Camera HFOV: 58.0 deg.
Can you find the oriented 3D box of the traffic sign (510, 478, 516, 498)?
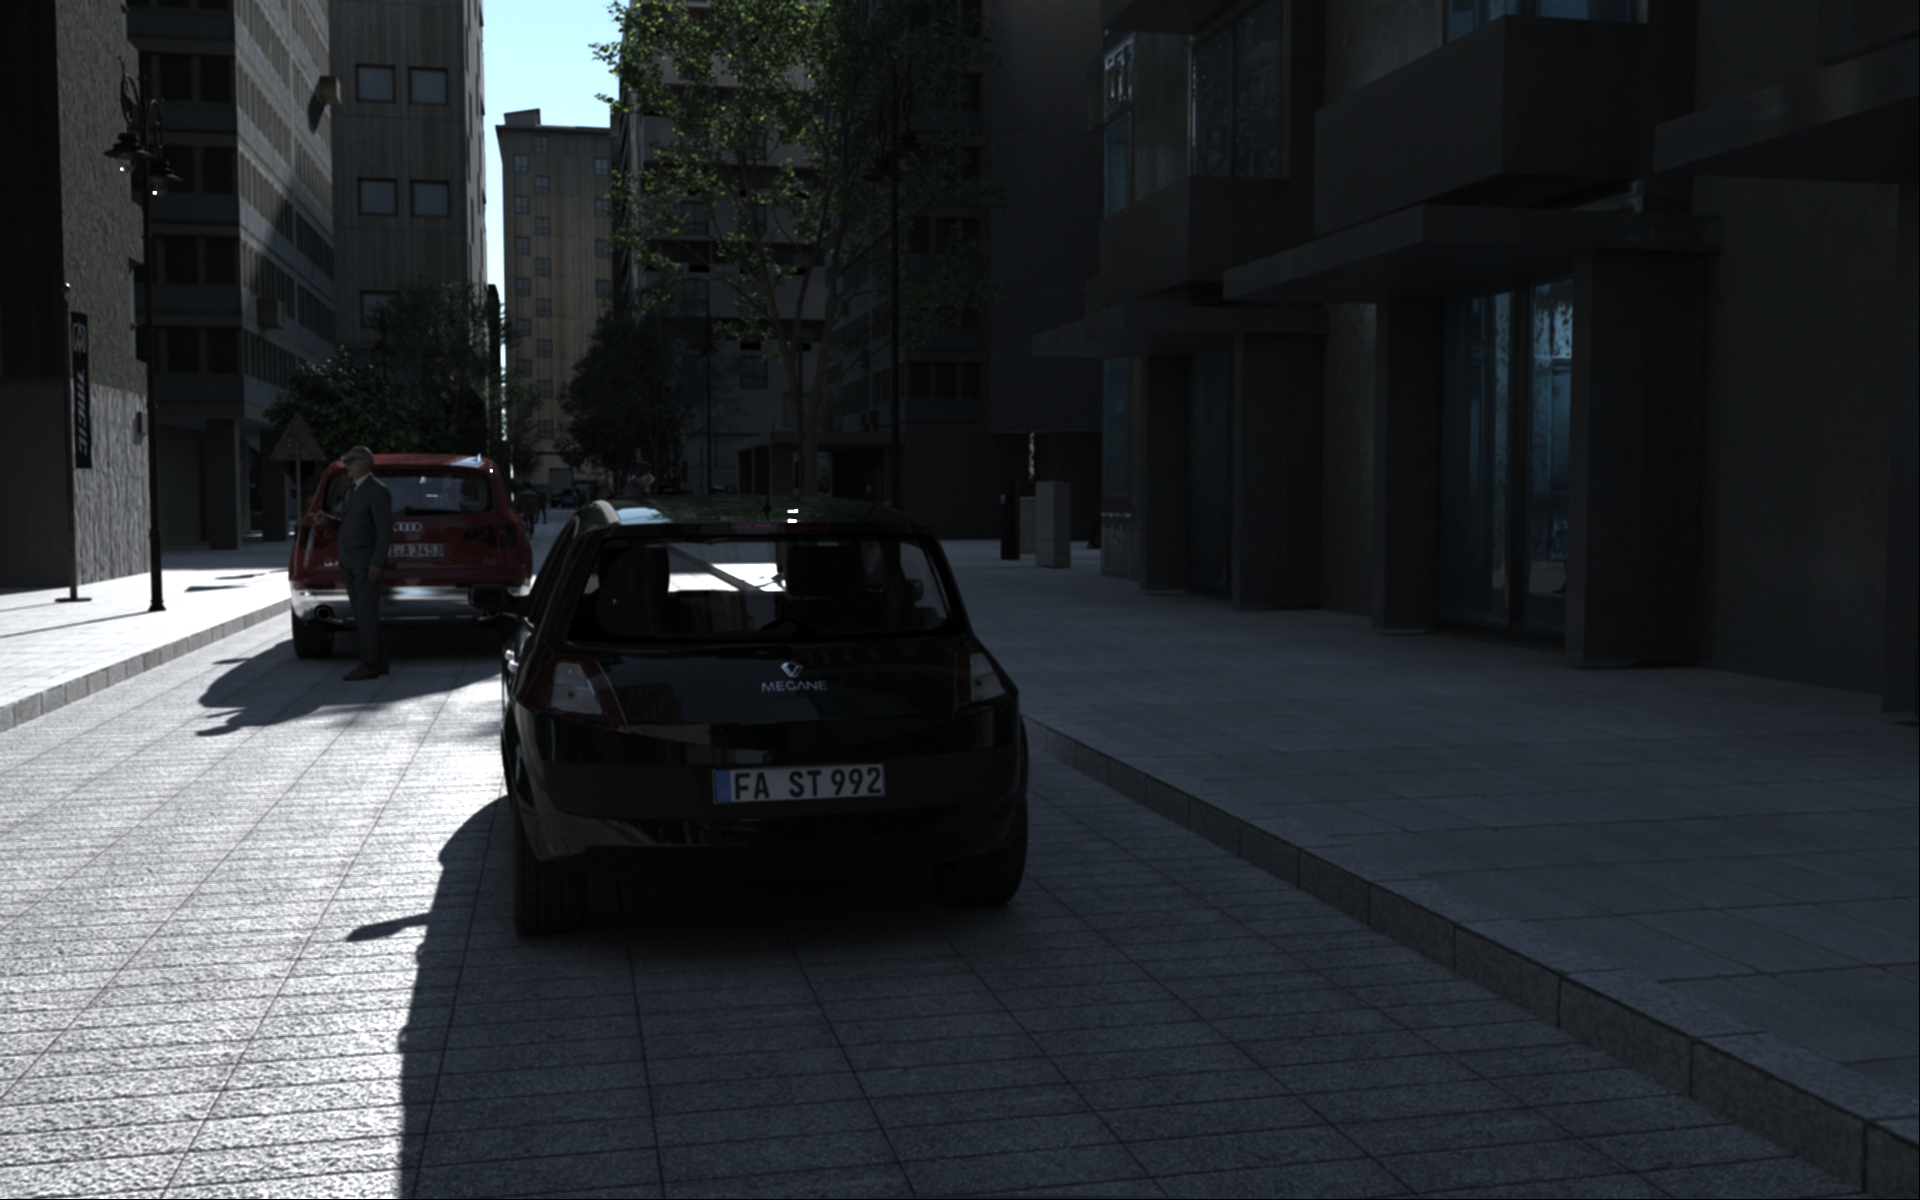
[{"bbox_3d":[-35.458,-8.362,136.822,0.768,2.556,0.104,-1,4,-10],"label":"traffic sign"}]

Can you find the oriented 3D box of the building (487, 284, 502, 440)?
[{"bbox_3d":[-69.928,-28.426,236.464,14.107,30.474,14.160,-1,4,-13],"label":"building"}]

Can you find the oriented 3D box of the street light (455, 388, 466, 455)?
[{"bbox_3d":[-21.798,-6.294,75.692,0.468,5.910,1.993,-1,4,-13],"label":"street light"}]

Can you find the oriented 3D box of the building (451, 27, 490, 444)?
[{"bbox_3d":[-41.268,-26.890,123.240,14.154,41.232,14.086,-1,4,-13],"label":"building"}]

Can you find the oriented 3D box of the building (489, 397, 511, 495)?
[{"bbox_3d":[-69.825,-54.508,203.884,31.000,86.520,22.319,-1,4,-13],"label":"building"}]

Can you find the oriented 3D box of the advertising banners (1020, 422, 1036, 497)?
[{"bbox_3d":[1.445,-2.778,41.602,0.090,3.025,2.074,2,4,24],"label":"advertising banners"}]

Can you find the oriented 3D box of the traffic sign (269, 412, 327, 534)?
[{"bbox_3d":[-10.455,-1.674,27.376,0.884,2.594,0.081,0,4,-5],"label":"traffic sign"}]

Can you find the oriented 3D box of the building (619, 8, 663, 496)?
[{"bbox_3d":[-22.072,-33.405,169.876,21.300,48.544,21.600,-1,4,-13],"label":"building"}]

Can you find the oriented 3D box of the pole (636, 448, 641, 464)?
[{"bbox_3d":[-14.282,-5.089,77.041,0.158,3.312,0.155,0,3,0],"label":"pole"}]

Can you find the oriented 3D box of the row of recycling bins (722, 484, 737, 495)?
[{"bbox_3d":[-8.654,-3.737,68.216,1.069,1.692,3.534,-2,4,-24],"label":"row of recycling bins"}]

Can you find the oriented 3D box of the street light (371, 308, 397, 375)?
[{"bbox_3d":[-14.321,-4.305,43.182,0.468,5.910,1.993,-1,4,-13],"label":"street light"}]

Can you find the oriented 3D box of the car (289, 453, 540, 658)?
[{"bbox_3d":[-5.237,-0.500,16.845,2.281,1.827,5.304,-1,4,-15],"label":"car"}]

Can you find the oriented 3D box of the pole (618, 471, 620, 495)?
[{"bbox_3d":[-29.046,-9.402,147.564,0.158,3.312,0.155,0,3,0],"label":"pole"}]

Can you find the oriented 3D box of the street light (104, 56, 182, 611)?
[{"bbox_3d":[-8.833,-2.819,18.878,0.468,5.910,1.993,-1,4,-13],"label":"street light"}]

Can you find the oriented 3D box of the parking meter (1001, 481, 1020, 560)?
[{"bbox_3d":[0.986,-1.558,33.892,0.372,1.533,0.369,0,3,0],"label":"parking meter"}]

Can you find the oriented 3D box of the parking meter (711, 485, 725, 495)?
[{"bbox_3d":[-6.792,-2.462,48.670,0.372,1.533,0.369,0,3,0],"label":"parking meter"}]

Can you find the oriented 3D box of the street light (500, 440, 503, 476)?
[{"bbox_3d":[-33.054,-9.306,124.944,0.468,5.910,1.993,-1,4,-13],"label":"street light"}]

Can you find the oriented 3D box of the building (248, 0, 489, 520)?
[{"bbox_3d":[-40.057,-30.853,93.688,28.713,52.752,27.495,-1,4,-13],"label":"building"}]

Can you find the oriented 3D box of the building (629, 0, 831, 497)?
[{"bbox_3d":[-11.500,-33.373,134.880,28.713,52.752,27.495,-1,4,-13],"label":"building"}]

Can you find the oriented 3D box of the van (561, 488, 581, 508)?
[{"bbox_3d":[-39.040,-10.377,174.041,2.240,2.365,5.245,-1,4,-11],"label":"van"}]

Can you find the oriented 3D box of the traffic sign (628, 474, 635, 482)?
[{"bbox_3d":[-14.260,-4.461,76.581,0.795,2.450,0.064,-1,4,-13],"label":"traffic sign"}]

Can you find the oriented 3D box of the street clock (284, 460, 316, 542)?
[{"bbox_3d":[-11.356,-1.545,29.828,0.471,2.002,0.358,-3,5,-41],"label":"street clock"}]

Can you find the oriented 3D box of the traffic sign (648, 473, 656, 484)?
[{"bbox_3d":[-12.479,-3.985,68.796,0.795,2.450,0.064,-1,4,-13],"label":"traffic sign"}]

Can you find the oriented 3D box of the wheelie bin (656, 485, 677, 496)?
[{"bbox_3d":[-9.813,-3.087,58.380,0.980,1.594,0.693,-2,4,-27],"label":"wheelie bin"}]

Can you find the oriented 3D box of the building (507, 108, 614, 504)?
[{"bbox_3d":[-51.053,-40.202,246.541,27.495,52.752,28.713,-1,4,-13],"label":"building"}]

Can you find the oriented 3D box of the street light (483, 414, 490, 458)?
[{"bbox_3d":[-27.302,-7.780,99.993,0.468,5.910,1.993,-1,4,-13],"label":"street light"}]

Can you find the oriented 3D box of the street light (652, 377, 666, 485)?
[{"bbox_3d":[-11.883,-5.849,68.411,0.468,5.910,1.993,-1,4,-13],"label":"street light"}]

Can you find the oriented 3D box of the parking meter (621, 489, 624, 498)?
[{"bbox_3d":[-18.128,-5.203,93.483,0.372,1.533,0.369,0,3,0],"label":"parking meter"}]

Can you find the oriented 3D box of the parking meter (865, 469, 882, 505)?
[{"bbox_3d":[-2.024,-2.125,40.462,0.255,1.863,0.399,-3,4,-36],"label":"parking meter"}]

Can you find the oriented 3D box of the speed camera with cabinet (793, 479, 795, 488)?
[{"bbox_3d":[-10.530,-6.795,105.427,2.038,3.252,0.660,-2,4,-27],"label":"speed camera with cabinet"}]

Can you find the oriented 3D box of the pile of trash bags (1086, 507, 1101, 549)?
[{"bbox_3d":[4.419,-1.946,41.565,1.912,1.369,3.447,2,4,27],"label":"pile of trash bags"}]

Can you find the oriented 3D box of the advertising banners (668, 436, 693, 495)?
[{"bbox_3d":[-8.558,-3.474,52.987,0.090,3.025,2.074,1,4,11],"label":"advertising banners"}]

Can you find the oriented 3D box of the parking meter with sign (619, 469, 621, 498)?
[{"bbox_3d":[-23.332,-7.549,119.691,0.543,3.016,1.738,-1,4,-8],"label":"parking meter with sign"}]

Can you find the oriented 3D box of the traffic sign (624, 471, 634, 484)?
[{"bbox_3d":[-18.330,-5.891,96.419,0.768,2.556,0.104,0,4,-6],"label":"traffic sign"}]

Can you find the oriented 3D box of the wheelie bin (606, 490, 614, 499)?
[{"bbox_3d":[-27.784,-7.936,137.656,0.693,1.594,0.980,-1,4,-16],"label":"wheelie bin"}]

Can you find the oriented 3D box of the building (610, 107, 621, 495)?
[{"bbox_3d":[-30.415,-30.779,186.834,14.154,41.232,14.086,-1,4,-13],"label":"building"}]

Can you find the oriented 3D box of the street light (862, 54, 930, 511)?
[{"bbox_3d":[-0.705,-2.814,18.803,0.468,5.910,1.993,-1,4,-13],"label":"street light"}]

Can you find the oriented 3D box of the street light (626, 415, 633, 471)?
[{"bbox_3d":[-18.941,-7.721,99.022,0.468,5.910,1.993,-1,4,-13],"label":"street light"}]

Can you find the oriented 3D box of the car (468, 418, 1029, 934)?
[{"bbox_3d":[-1.004,0.160,7.178,2.009,1.686,4.222,-1,4,-15],"label":"car"}]

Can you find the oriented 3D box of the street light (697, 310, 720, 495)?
[{"bbox_3d":[-6.306,-4.326,43.520,0.468,5.910,1.993,-1,4,-13],"label":"street light"}]

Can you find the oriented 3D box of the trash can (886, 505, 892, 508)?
[{"bbox_3d":[-1.194,-0.661,22.469,0.748,1.137,0.748,0,3,0],"label":"trash can"}]
